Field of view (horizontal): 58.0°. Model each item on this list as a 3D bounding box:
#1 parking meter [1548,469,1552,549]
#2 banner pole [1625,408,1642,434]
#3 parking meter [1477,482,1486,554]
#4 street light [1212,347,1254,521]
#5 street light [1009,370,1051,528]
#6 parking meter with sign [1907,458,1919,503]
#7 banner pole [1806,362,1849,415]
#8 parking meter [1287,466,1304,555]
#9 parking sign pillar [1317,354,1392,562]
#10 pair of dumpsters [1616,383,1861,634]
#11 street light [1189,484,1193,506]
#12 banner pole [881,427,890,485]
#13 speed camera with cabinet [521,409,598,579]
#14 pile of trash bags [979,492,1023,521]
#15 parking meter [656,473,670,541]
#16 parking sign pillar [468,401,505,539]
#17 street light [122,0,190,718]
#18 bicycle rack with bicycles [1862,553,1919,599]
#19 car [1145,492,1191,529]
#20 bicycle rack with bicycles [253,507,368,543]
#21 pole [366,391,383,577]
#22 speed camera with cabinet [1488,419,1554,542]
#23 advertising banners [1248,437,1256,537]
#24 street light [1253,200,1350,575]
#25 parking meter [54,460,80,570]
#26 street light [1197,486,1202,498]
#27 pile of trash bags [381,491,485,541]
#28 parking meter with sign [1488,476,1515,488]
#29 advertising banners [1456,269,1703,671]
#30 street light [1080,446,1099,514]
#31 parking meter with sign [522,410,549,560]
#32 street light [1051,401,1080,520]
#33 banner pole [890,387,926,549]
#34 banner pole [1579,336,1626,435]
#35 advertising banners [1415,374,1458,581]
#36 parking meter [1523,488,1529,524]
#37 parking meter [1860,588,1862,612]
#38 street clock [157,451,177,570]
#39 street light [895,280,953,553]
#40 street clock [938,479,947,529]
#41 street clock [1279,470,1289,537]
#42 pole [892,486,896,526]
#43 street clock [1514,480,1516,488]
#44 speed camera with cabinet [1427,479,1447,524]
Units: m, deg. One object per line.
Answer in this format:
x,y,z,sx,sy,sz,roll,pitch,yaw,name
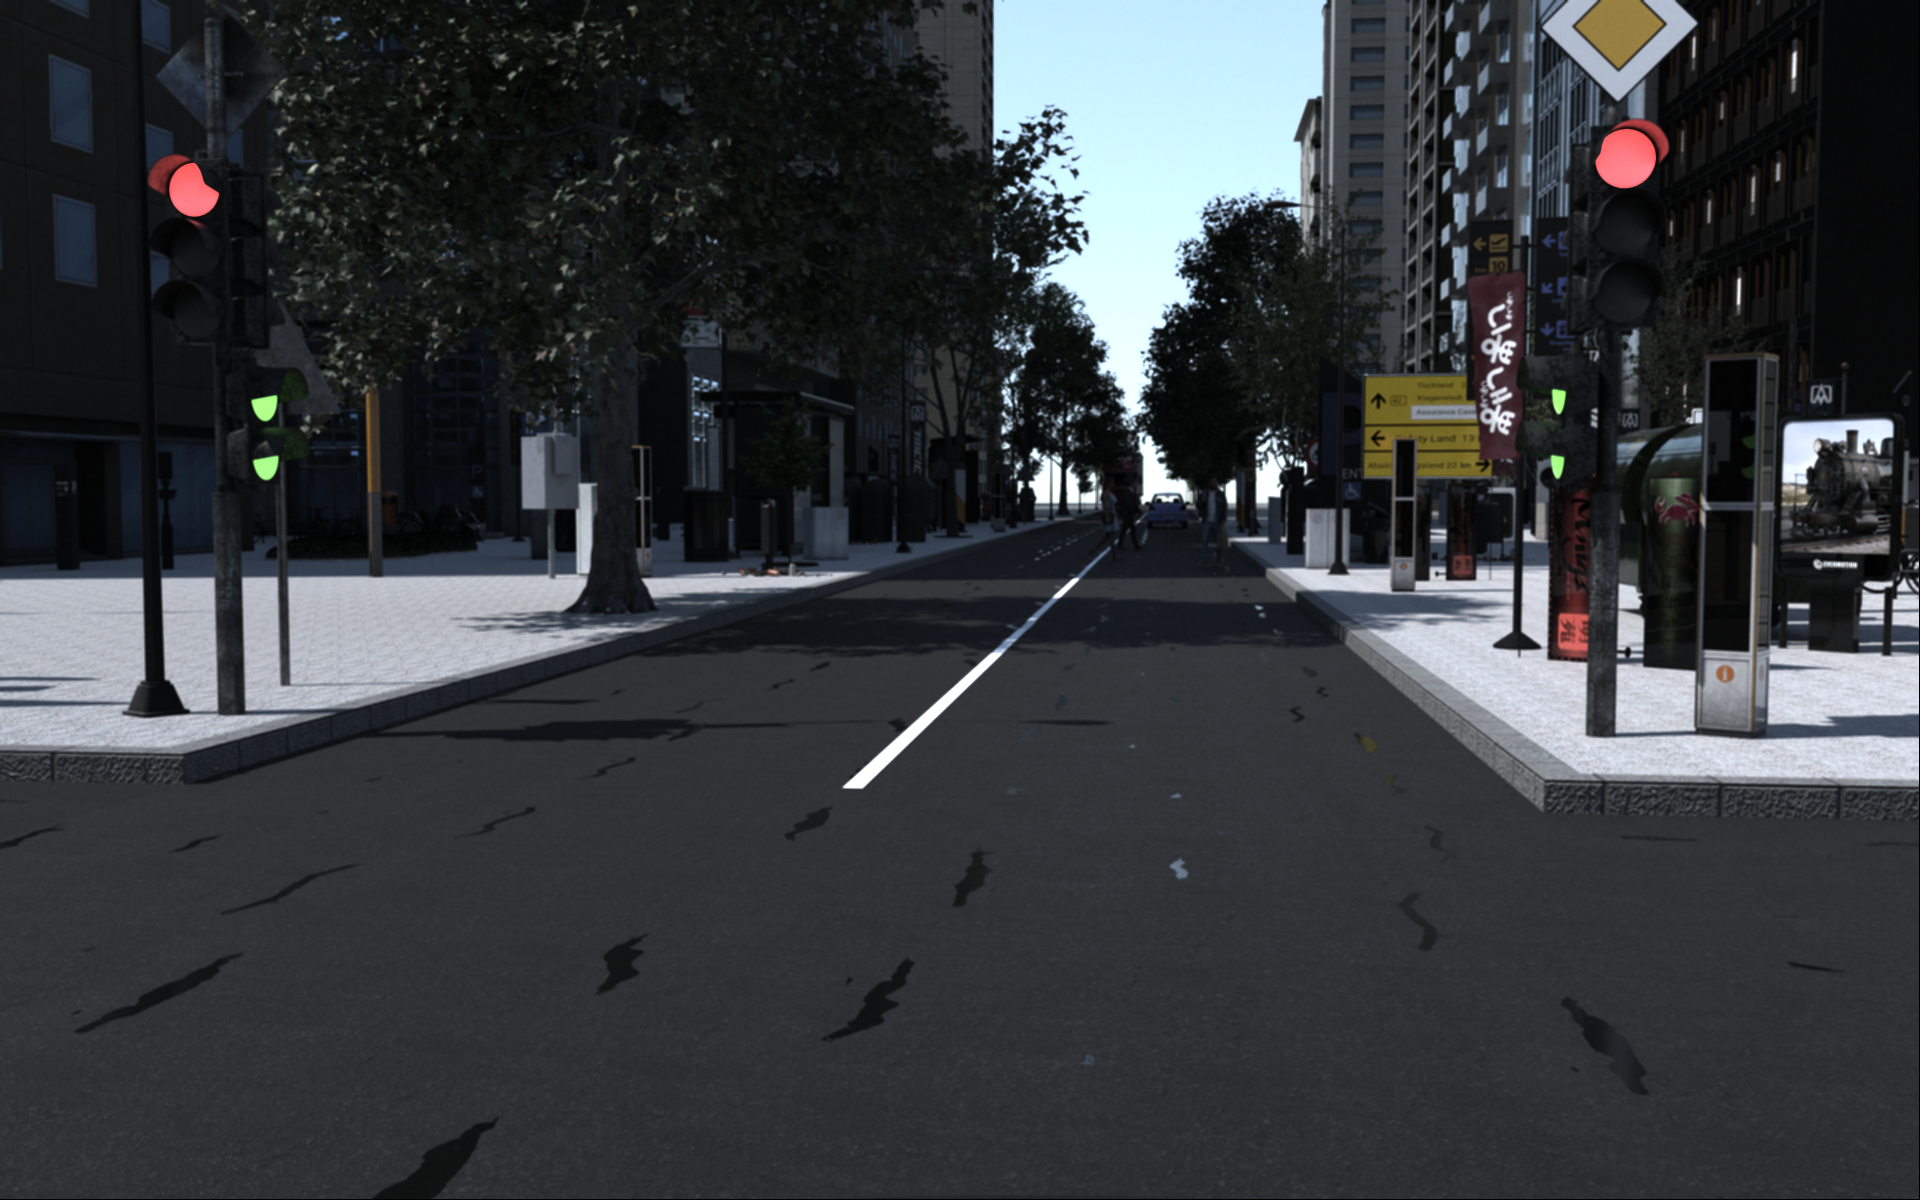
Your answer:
14.030,-2.135,40.611,0.399,1.863,0.255,-2,4,-29,parking meter
17.021,-3.331,44.482,0.863,3.779,0.401,0,4,8,banner pole
11.052,-1.754,37.095,0.372,1.533,0.369,0,3,0,parking meter
8.810,-5.040,54.948,1.470,5.913,1.316,0,4,7,street light
2.529,-5.641,64.768,1.470,5.913,1.316,0,4,7,street light
20.190,-2.494,37.031,1.738,3.016,0.543,0,4,8,parking meter with sign
16.608,-2.636,33.114,0.863,3.779,0.401,1,4,20,banner pole
7.123,-1.900,36.772,0.255,1.863,0.399,-1,4,-10,parking meter
7.523,-2.737,33.228,1.447,3.967,1.447,1,4,12,parking sign pillar
7.387,-0.888,17.012,1.574,2.255,4.437,0,4,7,pair of dumpsters
14.659,-8.047,104.103,1.470,5.913,1.316,0,4,7,street light
-2.618,-4.546,64.338,0.863,3.779,0.401,0,4,4,banner pole
-5.852,-1.996,26.964,0.660,3.252,2.038,3,4,36,speed camera with cabinet
1.767,-4.396,81.627,1.912,1.369,3.447,1,4,21,pile of trash bags
-8.215,-2.581,47.908,0.255,1.863,0.399,-2,4,-29,parking meter
-13.881,-3.752,49.823,1.447,3.967,1.447,-1,4,-15,parking sign pillar
-4.154,-2.282,9.854,1.470,5.913,1.316,0,4,7,street light
12.619,-0.492,21.428,2.925,0.926,2.852,3,5,41,bicycle rack with bicycles
8.782,-3.896,73.289,1.945,1.707,3.694,0,4,7,car
-16.890,-1.957,45.373,2.925,0.926,2.852,1,4,18,bicycle rack with bicycles
-9.035,-2.009,26.697,0.158,3.312,0.155,0,3,0,pole
14.968,-3.162,46.030,2.038,3.252,0.660,1,4,18,speed camera with cabinet
8.911,-3.456,52.696,0.090,3.025,2.074,1,4,15,advertising banners
5.500,-3.362,27.515,1.470,5.913,1.316,0,4,7,street light
-15.082,-1.439,29.246,0.255,1.863,0.399,0,4,-8,parking meter
12.099,-6.738,82.712,1.470,5.913,1.316,0,4,7,street light
-14.197,-2.200,45.730,1.912,1.369,3.447,1,4,18,pile of trash bags
19.830,-4.091,63.142,0.543,3.016,1.738,-1,4,-23,parking meter with sign
4.743,-1.036,13.132,0.090,3.025,2.074,-3,5,-42,advertising banners
8.450,-8.654,114.030,1.470,5.913,1.316,0,4,7,street light
-8.425,-2.346,34.626,0.543,3.016,1.738,-1,4,-17,parking meter with sign
5.098,-6.968,86.474,1.470,5.913,1.316,0,4,7,street light
-1.118,-3.095,40.620,0.863,3.779,0.401,-3,4,-37,banner pole
9.002,-2.128,24.814,0.401,3.779,0.863,-1,4,-20,banner pole
7.419,-1.802,25.649,2.074,3.025,0.090,-1,4,-14,advertising banners
24.390,-4.067,74.909,0.372,1.533,0.369,0,3,0,parking meter
9.616,-0.802,18.826,0.399,1.863,0.255,-2,4,-29,parking meter
-13.493,-1.521,29.444,0.358,2.002,0.471,-2,4,-24,street clock
-0.696,-3.981,37.630,1.470,5.913,1.316,0,4,7,street light
-0.584,-3.620,63.756,0.358,2.002,0.471,2,4,34,street clock
9.691,-2.855,51.243,0.471,2.002,0.358,-1,4,-22,street clock
-2.681,-4.675,70.287,0.158,3.312,0.155,0,3,0,pole
26.198,-4.751,82.249,0.471,2.002,0.358,1,4,19,street clock
20.636,-4.860,73.789,0.660,3.252,2.038,-1,4,-13,speed camera with cabinet
